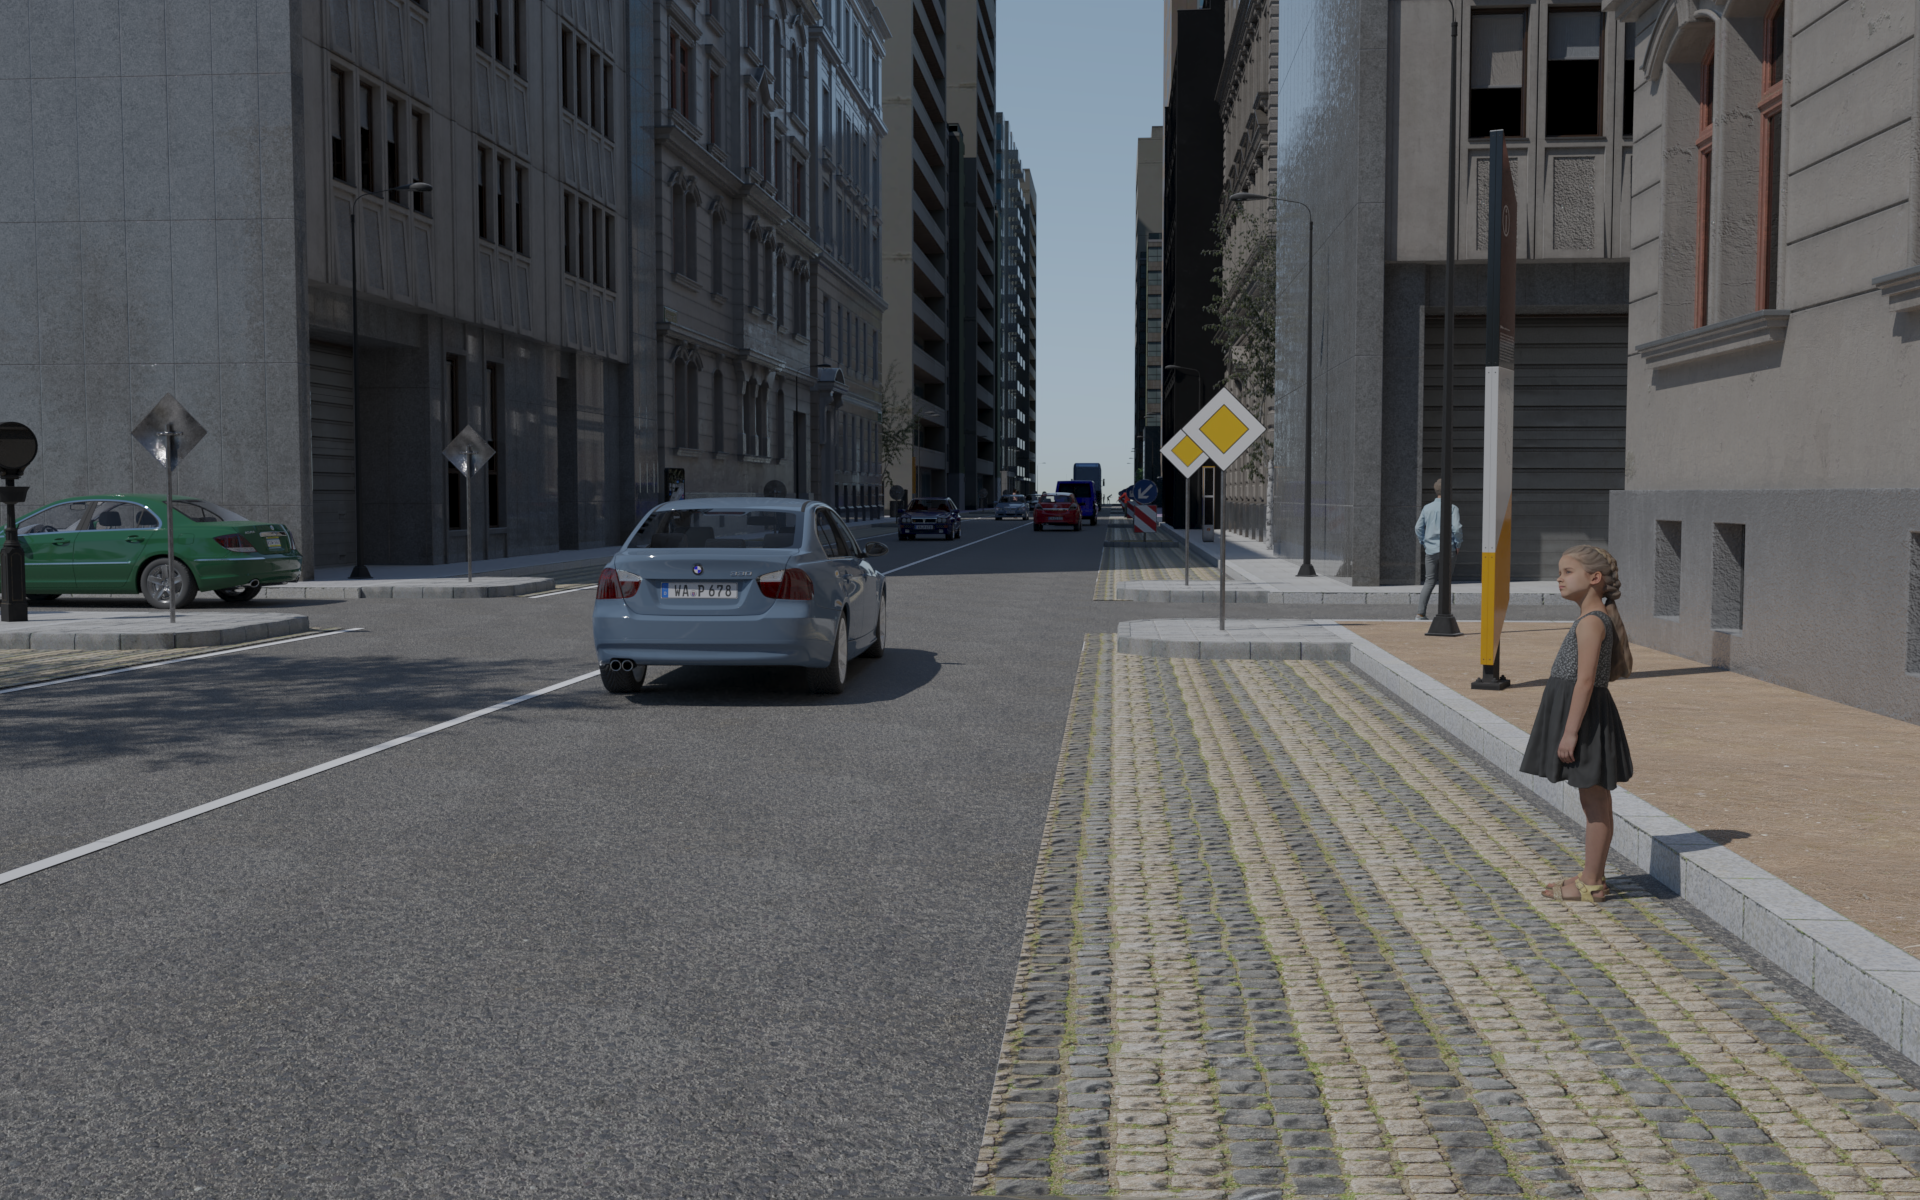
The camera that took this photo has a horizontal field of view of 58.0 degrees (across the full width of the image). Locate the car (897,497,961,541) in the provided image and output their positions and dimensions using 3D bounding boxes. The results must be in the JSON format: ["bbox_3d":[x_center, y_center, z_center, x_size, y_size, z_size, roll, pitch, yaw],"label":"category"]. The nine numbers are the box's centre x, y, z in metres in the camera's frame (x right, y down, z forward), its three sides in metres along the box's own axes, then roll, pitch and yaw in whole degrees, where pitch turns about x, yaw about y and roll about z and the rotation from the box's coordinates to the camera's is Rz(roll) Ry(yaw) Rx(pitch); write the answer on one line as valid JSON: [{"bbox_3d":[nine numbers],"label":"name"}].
[{"bbox_3d":[-0.943,-2.568,54.570,1.945,1.354,3.894,0,4,5],"label":"car"}]

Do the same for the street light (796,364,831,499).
[{"bbox_3d":[-5.293,-5.468,61.935,1.470,5.913,1.316,0,4,5],"label":"street light"}]

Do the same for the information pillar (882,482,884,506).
[{"bbox_3d":[-4.368,-5.609,96.200,0.304,2.012,0.304,-1,4,-12],"label":"information pillar"}]

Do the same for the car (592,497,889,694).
[{"bbox_3d":[-1.620,-0.106,13.737,2.014,1.417,4.499,0,4,3],"label":"car"}]

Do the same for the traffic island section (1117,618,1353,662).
[{"bbox_3d":[2.490,0.364,16.324,2.009,0.180,2.903,0,4,5],"label":"traffic island section"}]

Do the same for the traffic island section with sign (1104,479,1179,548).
[{"bbox_3d":[4.901,-2.346,46.987,1.989,1.847,2.006,0,4,5],"label":"traffic island section with sign"}]

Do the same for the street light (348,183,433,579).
[{"bbox_3d":[-8.563,-3.273,26.060,1.470,5.913,1.316,0,4,5],"label":"street light"}]

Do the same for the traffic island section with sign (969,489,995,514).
[{"bbox_3d":[1.708,-7.090,124.550,1.989,1.847,2.006,0,4,5],"label":"traffic island section with sign"}]

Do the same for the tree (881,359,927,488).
[{"bbox_3d":[-4.108,-8.714,92.842,4.360,8.622,3.978,0,3,0],"label":"tree"}]

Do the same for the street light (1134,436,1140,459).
[{"bbox_3d":[14.907,-10.177,138.939,1.470,5.913,1.316,0,4,5],"label":"street light"}]

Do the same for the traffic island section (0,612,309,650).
[{"bbox_3d":[-7.860,0.308,17.248,2.009,0.180,2.903,0,4,5],"label":"traffic island section"}]

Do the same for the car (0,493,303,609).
[{"bbox_3d":[-11.121,-0.657,22.542,4.920,1.459,2.131,0,4,7],"label":"car"}]

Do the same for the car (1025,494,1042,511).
[{"bbox_3d":[5.734,-7.525,132.815,2.009,1.686,4.222,0,4,4],"label":"car"}]

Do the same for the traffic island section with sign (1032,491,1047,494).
[{"bbox_3d":[9.027,-12.111,206.635,1.989,1.847,2.006,0,4,5],"label":"traffic island section with sign"}]

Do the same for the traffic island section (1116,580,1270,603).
[{"bbox_3d":[3.200,-0.122,24.277,2.009,0.180,2.903,0,4,5],"label":"traffic island section"}]

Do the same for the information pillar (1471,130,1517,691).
[{"bbox_3d":[3.559,-1.228,11.440,0.183,3.616,0.504,2,4,29],"label":"information pillar"}]

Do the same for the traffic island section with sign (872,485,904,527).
[{"bbox_3d":[-2.722,-4.051,74.866,1.989,1.847,2.006,0,4,5],"label":"traffic island section with sign"}]

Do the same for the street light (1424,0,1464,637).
[{"bbox_3d":[3.852,-2.633,15.585,1.470,5.913,1.316,0,4,5],"label":"street light"}]

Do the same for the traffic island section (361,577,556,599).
[{"bbox_3d":[-7.150,-0.179,25.202,2.009,0.180,2.903,0,4,5],"label":"traffic island section"}]

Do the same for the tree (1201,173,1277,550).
[{"bbox_3d":[7.303,-5.459,39.610,4.360,8.622,3.978,0,3,0],"label":"tree"}]

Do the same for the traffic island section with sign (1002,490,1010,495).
[{"bbox_3d":[4.096,-8.732,151.400,1.989,1.847,2.006,0,4,5],"label":"traffic island section with sign"}]

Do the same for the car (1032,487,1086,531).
[{"bbox_3d":[3.857,-3.609,68.053,2.155,1.783,4.494,0,4,6],"label":"car"}]

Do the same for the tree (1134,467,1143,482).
[{"bbox_3d":[19.874,-12.116,181.811,4.285,4.588,4.351,0,3,0],"label":"tree"}]

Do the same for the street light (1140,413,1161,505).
[{"bbox_3d":[11.651,-7.985,103.103,1.470,5.913,1.316,0,4,5],"label":"street light"}]

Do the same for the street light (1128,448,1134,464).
[{"bbox_3d":[18.999,-13.036,185.683,1.470,5.913,1.316,0,4,5],"label":"street light"}]

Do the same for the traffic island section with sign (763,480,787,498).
[{"bbox_3d":[-5.139,-2.393,47.756,1.989,1.847,2.006,0,4,5],"label":"traffic island section with sign"}]

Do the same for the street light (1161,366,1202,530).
[{"bbox_3d":[8.117,-5.512,62.666,1.470,5.913,1.316,0,4,5],"label":"street light"}]

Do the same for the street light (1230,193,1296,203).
[{"bbox_3d":[4.859,-3.320,26.830,1.470,5.913,1.316,0,4,5],"label":"street light"}]

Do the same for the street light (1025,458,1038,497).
[{"bbox_3d":[8.862,-15.146,220.170,1.470,5.913,1.316,0,4,5],"label":"street light"}]

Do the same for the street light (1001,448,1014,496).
[{"bbox_3d":[4.683,-12.333,174.188,1.470,5.913,1.316,0,4,5],"label":"street light"}]

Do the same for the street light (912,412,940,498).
[{"bbox_3d":[-1.863,-7.878,101.348,1.470,5.913,1.316,0,4,5],"label":"street light"}]

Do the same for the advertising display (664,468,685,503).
[{"bbox_3d":[-7.019,-2.289,42.640,0.123,1.923,0.974,1,4,15],"label":"advertising display"}]

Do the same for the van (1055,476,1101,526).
[{"bbox_3d":[5.392,-4.639,80.239,2.240,2.365,5.245,0,4,6],"label":"van"}]

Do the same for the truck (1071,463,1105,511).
[{"bbox_3d":[10.319,-9.374,143.027,2.967,4.110,18.799,0,4,6],"label":"truck"}]

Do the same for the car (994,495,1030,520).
[{"bbox_3d":[2.891,-5.106,95.481,2.014,1.417,4.499,0,4,5],"label":"car"}]
